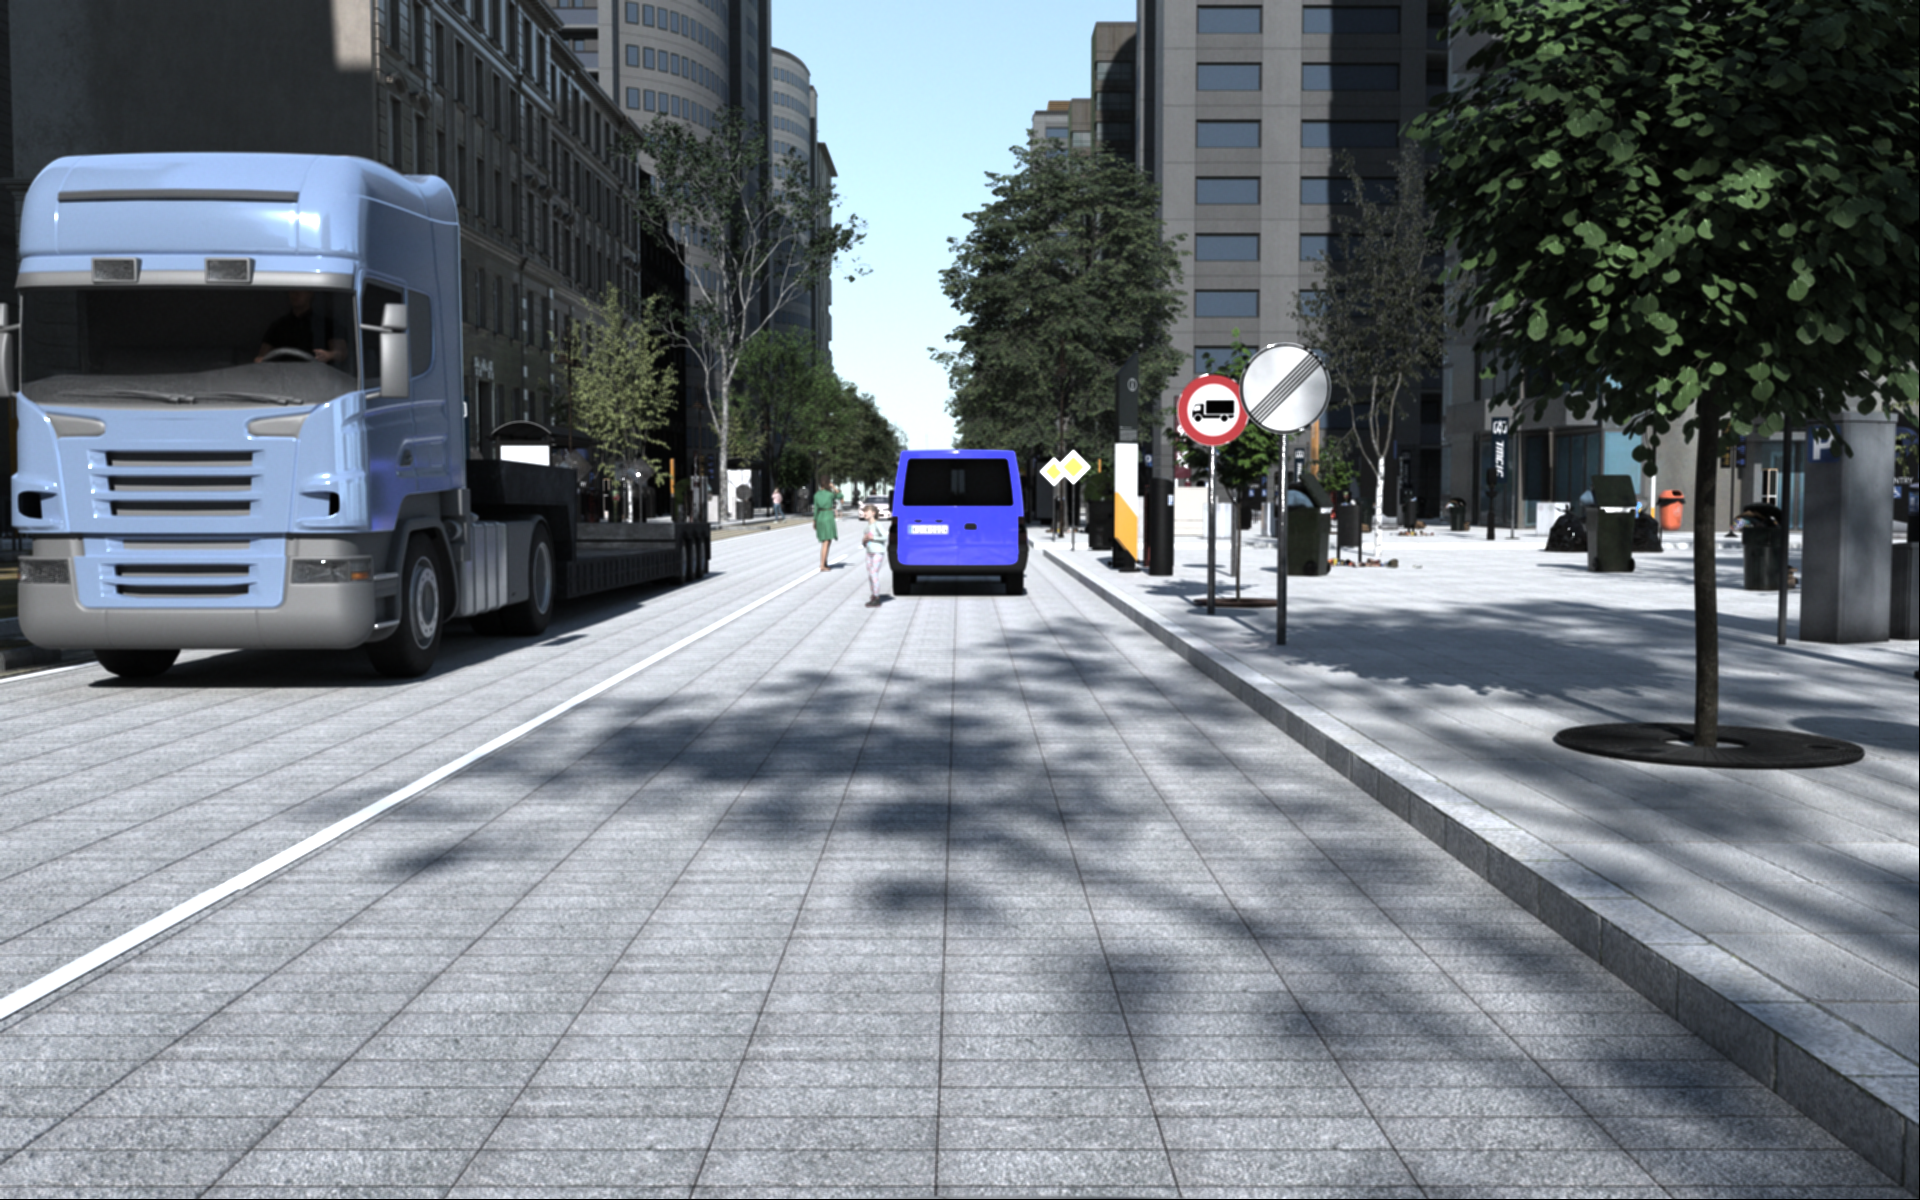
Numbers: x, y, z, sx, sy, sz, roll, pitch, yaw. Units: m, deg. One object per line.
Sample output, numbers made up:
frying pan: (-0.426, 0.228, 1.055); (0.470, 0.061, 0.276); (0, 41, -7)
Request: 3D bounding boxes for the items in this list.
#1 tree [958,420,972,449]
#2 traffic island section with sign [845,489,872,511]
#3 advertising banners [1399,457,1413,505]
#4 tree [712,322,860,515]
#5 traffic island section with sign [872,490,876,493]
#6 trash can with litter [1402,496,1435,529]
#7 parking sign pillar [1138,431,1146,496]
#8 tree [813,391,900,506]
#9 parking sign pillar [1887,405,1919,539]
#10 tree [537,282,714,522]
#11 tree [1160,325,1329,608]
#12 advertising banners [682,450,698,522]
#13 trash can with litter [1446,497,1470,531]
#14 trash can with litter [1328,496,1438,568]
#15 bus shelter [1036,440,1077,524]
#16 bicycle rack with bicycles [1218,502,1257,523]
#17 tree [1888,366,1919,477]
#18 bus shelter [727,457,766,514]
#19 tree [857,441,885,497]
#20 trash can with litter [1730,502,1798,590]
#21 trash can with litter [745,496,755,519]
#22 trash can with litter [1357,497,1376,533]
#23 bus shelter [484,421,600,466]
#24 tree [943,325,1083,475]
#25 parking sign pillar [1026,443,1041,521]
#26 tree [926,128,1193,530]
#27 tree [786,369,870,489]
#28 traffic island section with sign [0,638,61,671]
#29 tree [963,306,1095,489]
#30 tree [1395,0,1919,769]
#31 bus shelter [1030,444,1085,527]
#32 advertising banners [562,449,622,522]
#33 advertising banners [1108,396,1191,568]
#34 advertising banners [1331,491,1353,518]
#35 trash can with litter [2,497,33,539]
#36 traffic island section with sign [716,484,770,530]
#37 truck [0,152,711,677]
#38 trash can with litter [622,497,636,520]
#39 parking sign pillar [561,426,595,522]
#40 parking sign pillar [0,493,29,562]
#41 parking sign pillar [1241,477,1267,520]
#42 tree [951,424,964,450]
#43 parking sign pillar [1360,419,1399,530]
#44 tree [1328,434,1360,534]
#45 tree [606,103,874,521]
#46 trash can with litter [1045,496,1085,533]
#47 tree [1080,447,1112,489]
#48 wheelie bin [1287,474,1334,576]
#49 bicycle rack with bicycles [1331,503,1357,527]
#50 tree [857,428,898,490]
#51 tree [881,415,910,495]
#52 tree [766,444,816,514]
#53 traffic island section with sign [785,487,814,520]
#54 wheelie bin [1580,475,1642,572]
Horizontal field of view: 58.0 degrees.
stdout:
tree: (3.437, -19.643, 239.295); (7.486, 12.596, 7.792); (0, 3, 0)
traffic island section with sign: (-8.685, -8.438, 146.586); (1.989, 1.847, 2.006); (0, 3, 0)
advertising banners: (21.116, -5.251, 82.050); (0.090, 3.025, 2.074); (2, 4, 32)
tree: (-11.262, -10.995, 105.530); (9.928, 11.665, 9.643); (0, 3, 0)
traffic island section with sign: (-8.687, -10.116, 174.017); (1.989, 1.847, 2.006); (0, 3, 0)
trash can with litter: (16.939, -3.243, 64.407); (0.624, 1.170, 1.055); (-2, 4, -27)
parking sign pillar: (7.023, -5.051, 71.064); (1.447, 3.967, 1.447); (-3, 4, -38)
tree: (-11.167, -16.498, 186.741); (9.611, 12.733, 9.660); (0, 3, 0)
parking sign pillar: (27.048, -3.752, 49.819); (1.447, 3.967, 1.447); (-2, 4, -30)
tree: (-11.424, -6.682, 59.607); (4.737, 8.622, 4.395); (0, 3, 0)
tree: (3.092, -1.553, 19.998); (1.663, 3.219, 1.824); (0, 3, 0)
advertising banners: (-10.681, -4.433, 68.660); (0.090, 3.025, 2.074); (0, 4, 8)
trash can with litter: (17.334, -2.986, 60.205); (0.624, 1.170, 1.055); (2, 4, 35)
trash can with litter: (7.139, -1.202, 30.716); (1.678, 1.210, 2.233); (-3, 4, -36)
bus shelter: (4.293, -5.249, 77.102); (1.731, 3.624, 6.357); (0, 3, 0)
bicycle rack with bicycles: (12.052, -3.869, 76.640); (2.852, 0.926, 2.925); (1, 4, 14)
tree: (19.793, -5.128, 34.208); (4.737, 8.622, 4.395); (0, 3, 0)
bus shelter: (-12.176, -6.330, 97.420); (2.014, 3.302, 5.546); (0, 4, 0)
tree: (-10.941, -15.163, 198.281); (4.360, 8.622, 3.978); (0, 3, 0)
trash can with litter: (10.837, -0.727, 23.271); (0.624, 1.170, 1.055); (3, 5, 45)
trash can with litter: (-11.141, -4.798, 89.839); (1.055, 1.170, 0.624); (3, 4, 38)
trash can with litter: (13.572, -2.837, 57.778); (0.624, 1.170, 1.055); (1, 4, 11)
bus shelter: (-12.073, -3.459, 50.478); (2.014, 3.302, 5.546); (0, 4, 0)
tree: (3.696, -11.946, 112.318); (9.611, 12.733, 9.660); (0, 3, 0)
parking sign pillar: (3.483, -5.815, 83.550); (1.447, 3.967, 1.447); (0, 4, -7)
tree: (3.699, -9.491, 61.832); (9.857, 13.997, 8.962); (0, 3, 0)
tree: (-11.882, -14.554, 156.088); (7.486, 12.596, 7.792); (0, 3, 0)
traffic island section with sign: (-8.685, -0.348, 14.315); (1.989, 1.847, 2.006); (0, 3, 0)
tree: (3.725, -10.153, 91.752); (9.928, 11.665, 9.643); (0, 3, 0)
tree: (3.838, -1.528, 8.697); (4.285, 4.588, 4.351); (0, 3, 0)
bus shelter: (3.925, -4.663, 70.162); (2.014, 3.302, 5.546); (0, 3, 0)
advertising banners: (-11.563, -3.567, 54.503); (2.074, 3.025, 0.090); (-2, 4, -29)
advertising banners: (3.404, -2.099, 30.506); (2.074, 3.025, 0.090); (-3, 4, -38)
advertising banners: (18.750, -5.569, 87.242); (2.074, 3.025, 0.090); (0, 4, 3)
trash can with litter: (-27.642, -2.372, 49.835); (1.678, 1.210, 2.233); (3, 5, 41)
traffic island section with sign: (-8.679, -3.727, 69.572); (1.989, 1.847, 2.006); (0, 3, 0)
truck: (-5.449, -1.882, 20.523); (2.967, 4.110, 18.799); (0, 4, 0)
trash can with litter: (-16.713, -4.626, 87.028); (1.055, 1.170, 0.624); (-1, 4, -15)
parking sign pillar: (-15.065, -4.877, 68.212); (1.447, 3.967, 1.447); (1, 4, 19)
parking sign pillar: (-18.561, -2.717, 32.891); (1.447, 3.967, 1.447); (-2, 4, -35)
parking sign pillar: (14.604, -5.963, 85.963); (1.447, 3.967, 1.447); (-3, 5, -40)
tree: (4.139, -16.924, 187.084); (12.009, 13.543, 11.850); (0, 3, 0)
parking sign pillar: (15.122, -4.530, 62.538); (1.447, 3.967, 1.447); (-3, 5, -44)
tree: (11.794, -3.735, 55.662); (1.663, 3.219, 1.824); (0, 3, 0)
tree: (-10.201, -13.845, 82.256); (12.611, 20.169, 13.585); (0, 3, 0)
trash can with litter: (3.644, -2.889, 58.295); (1.678, 1.210, 2.233); (2, 4, 34)
tree: (7.971, -7.418, 104.999); (4.285, 4.588, 4.351); (0, 3, 0)
wheelie bin: (5.446, -1.184, 27.274); (0.693, 1.594, 0.980); (2, 4, 31)
bicycle rack with bicycles: (15.152, -3.283, 67.061); (2.925, 0.926, 2.852); (3, 5, 43)
tree: (-11.356, -17.488, 220.339); (7.601, 10.594, 8.767); (-3, 5, -42)
tree: (-11.668, -21.774, 266.376); (12.009, 13.543, 11.850); (0, 3, 0)
tree: (-11.058, -7.926, 113.306); (4.285, 4.588, 4.351); (0, 3, 0)
traffic island section with sign: (-8.687, -5.376, 96.527); (1.989, 1.847, 2.006); (0, 3, 0)
wheelie bin: (10.697, -1.265, 28.584); (0.980, 1.594, 0.693); (0, 4, 0)
